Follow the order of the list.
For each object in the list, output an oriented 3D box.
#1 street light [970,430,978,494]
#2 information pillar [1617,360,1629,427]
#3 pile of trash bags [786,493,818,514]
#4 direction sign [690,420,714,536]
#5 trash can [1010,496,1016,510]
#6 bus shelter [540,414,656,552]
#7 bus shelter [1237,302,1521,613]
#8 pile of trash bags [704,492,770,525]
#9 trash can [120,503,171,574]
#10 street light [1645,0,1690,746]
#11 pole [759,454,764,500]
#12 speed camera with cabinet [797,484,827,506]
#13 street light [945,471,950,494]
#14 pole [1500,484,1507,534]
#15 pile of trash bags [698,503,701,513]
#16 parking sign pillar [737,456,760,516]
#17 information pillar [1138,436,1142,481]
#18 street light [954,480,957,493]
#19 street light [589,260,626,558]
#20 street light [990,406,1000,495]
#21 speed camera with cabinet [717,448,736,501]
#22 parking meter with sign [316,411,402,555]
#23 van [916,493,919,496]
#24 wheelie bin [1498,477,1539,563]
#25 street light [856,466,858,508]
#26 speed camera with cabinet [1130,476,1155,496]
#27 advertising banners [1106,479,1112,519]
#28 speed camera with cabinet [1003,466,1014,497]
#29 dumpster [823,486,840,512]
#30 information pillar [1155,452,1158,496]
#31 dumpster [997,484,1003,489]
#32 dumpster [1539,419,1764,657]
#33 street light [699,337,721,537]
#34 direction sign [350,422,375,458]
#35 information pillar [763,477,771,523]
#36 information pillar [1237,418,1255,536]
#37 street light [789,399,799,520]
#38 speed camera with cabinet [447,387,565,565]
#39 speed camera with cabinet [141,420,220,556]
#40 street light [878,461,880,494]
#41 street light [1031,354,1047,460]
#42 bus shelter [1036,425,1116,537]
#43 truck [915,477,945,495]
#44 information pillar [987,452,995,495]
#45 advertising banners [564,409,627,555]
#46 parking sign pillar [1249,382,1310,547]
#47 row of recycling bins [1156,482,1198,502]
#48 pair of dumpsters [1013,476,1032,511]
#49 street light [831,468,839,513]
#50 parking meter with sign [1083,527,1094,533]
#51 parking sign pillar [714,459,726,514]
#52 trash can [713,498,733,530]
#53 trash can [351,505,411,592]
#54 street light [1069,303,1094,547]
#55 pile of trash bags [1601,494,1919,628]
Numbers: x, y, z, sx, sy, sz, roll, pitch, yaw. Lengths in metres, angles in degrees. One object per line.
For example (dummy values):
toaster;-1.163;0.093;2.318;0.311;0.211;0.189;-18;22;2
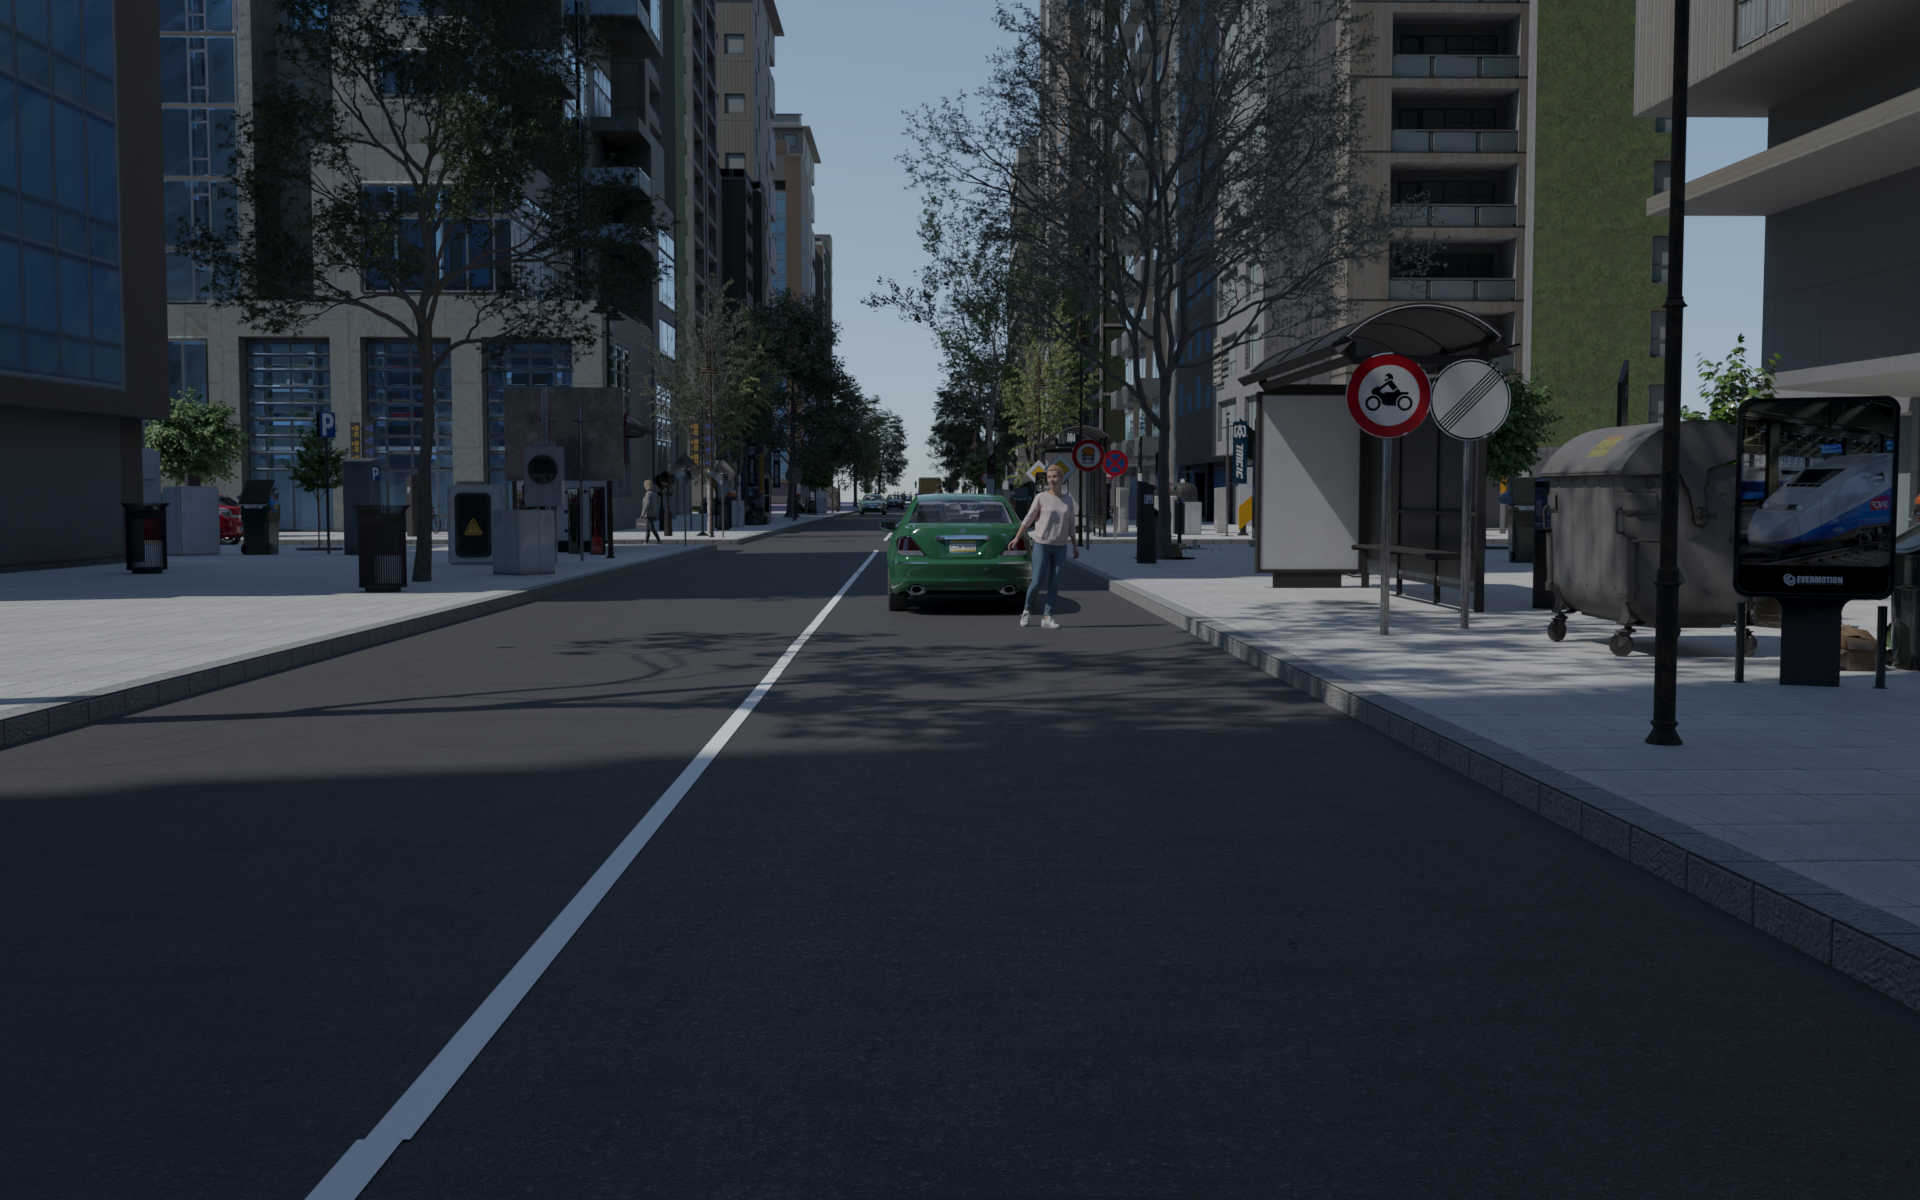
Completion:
street light;1.121;-9.330;125.333;0.468;5.910;1.993;0;4;-1
information pillar;11.496;-2.370;30.102;0.183;3.616;0.504;2;4;33
pile of trash bags;-10.463;-6.362;113.778;1.912;1.369;3.447;-1;4;-13
direction sign;-7.884;-3.729;52.967;0.876;3.537;0.379;2;4;26
trash can;3.102;-5.674;104.421;0.748;1.137;0.748;0;3;0
bus shelter;-8.534;-2.852;40.556;2.014;3.302;5.546;0;4;-1
bus shelter;4.857;-1.660;21.073;2.014;3.302;5.546;0;4;-1
pile of trash bags;-9.006;-3.754;71.134;1.912;1.369;3.447;0;4;7
trash can;-13.126;-0.996;27.938;0.748;1.137;0.748;0;3;0
street light;3.621;-2.198;8.731;0.468;5.910;1.993;0;4;-1
pole;-10.015;-5.724;87.435;0.158;3.312;0.155;0;3;0
speed camera with cabinet;-10.049;-7.546;117.719;2.038;3.252;0.660;-2;4;-33
street light;-2.241;-19.057;284.373;0.468;5.910;1.993;0;4;-1
pole;17.545;-3.794;55.883;0.158;3.312;0.155;0;3;0
pile of trash bags;-15.709;-6.388;114.199;3.447;1.369;1.912;3;5;45
parking sign pillar;-12.337;-6.898;101.261;1.447;3.967;1.447;-2;4;-32
information pillar;7.239;-4.789;69.656;0.183;3.616;0.504;0;4;-4
street light;-0.707;-14.893;216.280;0.468;5.910;1.993;0;4;-1
street light;-6.983;-3.771;34.449;0.468;5.910;1.993;0;4;-1
street light;1.856;-7.245;91.242;0.468;5.910;1.993;0;4;-1
speed camera with cabinet;-10.176;-4.964;75.500;0.660;3.252;2.038;0;4;-1
parking meter with sign;-12.623;-2.463;36.532;1.738;3.016;0.543;1;4;15
van;-4.389;-12.950;216.115;2.240;2.365;5.245;0;4;-1
wheelie bin;10.590;-1.503;32.480;0.980;1.594;0.693;0;4;7
street light;-9.605;-11.513;161.026;0.468;5.910;1.993;0;4;-1
speed camera with cabinet;9.763;-5.867;90.267;2.038;3.252;0.660;-3;4;-37
advertising banners;7.254;-5.491;85.958;0.090;3.025;2.074;-1;4;-12
speed camera with cabinet;2.921;-7.723;120.600;0.660;3.252;2.038;3;5;44
dumpster;-9.177;-7.175;123.077;1.264;1.857;1.865;0;4;-1
information pillar;9.604;-5.599;82.900;0.504;3.616;0.183;1;4;18
dumpster;2.872;-7.411;123.671;1.502;2.255;1.985;0;4;-1
dumpster;5.711;-0.523;14.308;1.264;1.857;1.865;0;4;-1
street light;-7.351;-4.794;51.163;0.468;5.910;1.993;0;4;-1
direction sign;-18.794;-3.825;54.537;0.876;3.537;0.379;1;4;19
information pillar;-8.504;-4.403;76.474;0.304;2.012;0.304;0;4;5
information pillar;8.819;-3.791;53.344;0.504;3.616;0.183;0;4;-3
street light;-8.059;-6.837;84.569;0.468;5.910;1.993;0;4;-1
speed camera with cabinet;-8.319;-2.288;31.750;2.038;3.252;0.660;0;4;-7
speed camera with cabinet;-16.404;-2.540;35.861;0.660;3.252;2.038;2;4;29
street light;-11.353;-16.588;244.005;0.468;5.910;1.993;0;4;-1
street light;2.601;-5.166;57.259;0.468;5.910;1.993;0;4;-1
bus shelter;3.515;-3.648;53.561;2.014;3.302;5.546;0;4;-1
truck;-3.399;-12.250;196.210;3.469;3.379;9.791;0;4;-2
information pillar;1.705;-6.309;94.499;0.504;3.616;0.183;0;4;-4
advertising banners;-7.674;-2.467;36.531;2.074;3.025;0.090;3;5;40
parking sign pillar;7.778;-3.277;42.045;1.447;3.967;1.447;0;3;0
row of recycling bins;7.819;-3.372;62.240;1.069;1.692;3.534;0;4;-5
pair of dumpsters;3.848;-5.717;95.959;1.574;2.255;4.437;0;4;-1
street light;-8.759;-8.932;118.821;0.468;5.910;1.993;0;4;-1
parking meter with sign;4.339;-3.795;58.305;0.543;3.016;1.738;0;4;-4
parking sign pillar;-14.924;-7.335;108.395;1.447;3.967;1.447;1;4;9
trash can;-8.459;-3.071;61.871;0.748;1.137;0.748;0;3;0
trash can;-7.589;-0.679;22.758;0.748;1.137;0.748;0;3;0
street light;2.942;-4.242;42.138;0.468;5.910;1.993;0;4;-1
pile of trash bags;8.157;-0.449;17.087;3.447;1.369;1.912;1;4;15
